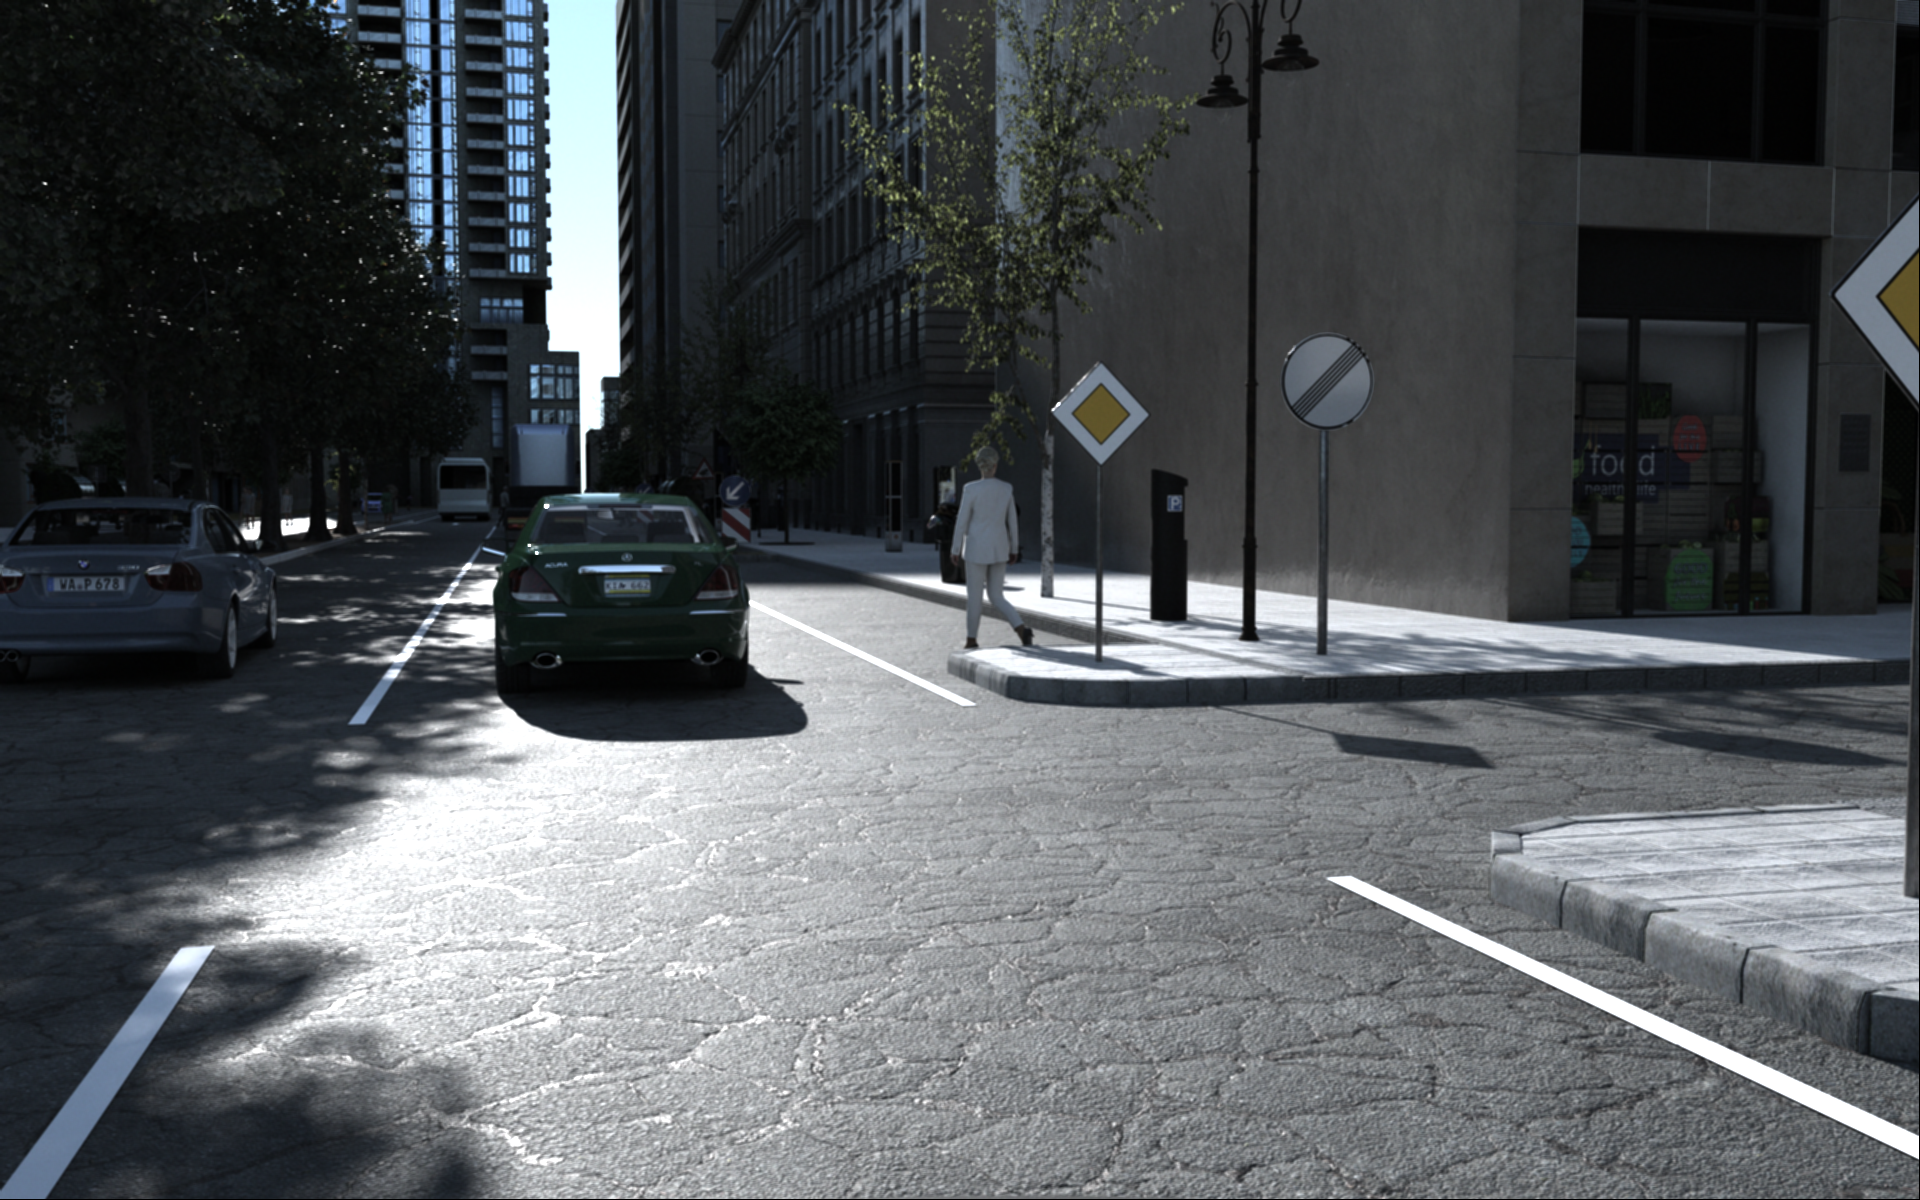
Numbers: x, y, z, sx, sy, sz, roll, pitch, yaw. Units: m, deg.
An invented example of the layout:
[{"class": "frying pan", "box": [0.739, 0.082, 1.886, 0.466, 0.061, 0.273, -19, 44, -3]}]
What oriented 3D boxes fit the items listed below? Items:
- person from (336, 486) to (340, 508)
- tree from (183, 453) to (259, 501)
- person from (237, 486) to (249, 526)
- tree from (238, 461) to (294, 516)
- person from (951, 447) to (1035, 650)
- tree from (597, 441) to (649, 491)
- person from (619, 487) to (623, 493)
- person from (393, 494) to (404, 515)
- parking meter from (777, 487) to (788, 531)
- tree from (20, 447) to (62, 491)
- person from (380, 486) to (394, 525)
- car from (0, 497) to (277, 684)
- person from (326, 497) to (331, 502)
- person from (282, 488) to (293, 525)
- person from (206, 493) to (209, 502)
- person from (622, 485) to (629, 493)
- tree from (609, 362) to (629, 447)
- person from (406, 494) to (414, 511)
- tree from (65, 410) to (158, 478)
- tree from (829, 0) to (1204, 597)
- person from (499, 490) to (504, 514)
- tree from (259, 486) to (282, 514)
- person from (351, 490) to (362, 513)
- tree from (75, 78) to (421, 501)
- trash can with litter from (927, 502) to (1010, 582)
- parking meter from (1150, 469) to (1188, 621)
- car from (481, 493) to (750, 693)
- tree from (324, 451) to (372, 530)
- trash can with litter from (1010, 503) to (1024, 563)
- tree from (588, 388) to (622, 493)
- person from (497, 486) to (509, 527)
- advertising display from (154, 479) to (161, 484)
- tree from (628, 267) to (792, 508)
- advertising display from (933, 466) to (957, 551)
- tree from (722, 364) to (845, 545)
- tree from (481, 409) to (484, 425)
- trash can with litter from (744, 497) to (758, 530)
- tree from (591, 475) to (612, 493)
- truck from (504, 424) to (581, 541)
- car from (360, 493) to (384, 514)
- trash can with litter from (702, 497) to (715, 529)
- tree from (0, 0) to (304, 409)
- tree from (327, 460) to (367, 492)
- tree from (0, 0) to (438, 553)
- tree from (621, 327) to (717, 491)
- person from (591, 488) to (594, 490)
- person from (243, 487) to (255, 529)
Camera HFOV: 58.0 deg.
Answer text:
[{"class": "person", "box": [-27.516, -4.203, 77.198, 0.573, 1.828, 0.580, 1, 4, 14]}, {"class": "tree", "box": [-37.617, -8.280, 85.748, 4.737, 8.622, 4.395, 0, 3, 0]}, {"class": "person", "box": [-31.878, -4.177, 77.134, 0.599, 1.781, 0.374, 0, 4, -2]}, {"class": "tree", "box": [-41.329, -7.314, 103.297, 4.285, 4.588, 4.351, 0, 3, 0]}, {"class": "person", "box": [0.279, -0.409, 15.071, 0.818, 1.842, 0.514, 3, 5, 41]}, {"class": "tree", "box": [-21.086, -7.631, 108.476, 4.285, 4.588, 4.351, 0, 3, 0]}, {"class": "person", "box": [-15.849, -4.413, 81.130, 0.782, 1.767, 0.515, 2, 4, 30]}, {"class": "person", "box": [-39.200, -6.789, 120.223, 1.217, 1.743, 0.721, -1, 4, -13]}, {"class": "parking meter", "box": [-6.169, -3.176, 60.336, 0.372, 1.533, 0.369, 0, 3, 0]}, {"class": "tree", "box": [-32.725, -4.131, 62.145, 1.663, 3.219, 1.824, 0, 3, 0]}, {"class": "person", "box": [-26.678, -4.397, 80.636, 0.600, 1.795, 0.529, -2, 4, -28]}, {"class": "car", "box": [-6.849, -0.153, 14.509, 2.014, 1.417, 4.499, -1, 4, -15]}, {"class": "person", "box": [-40.618, -6.209, 110.022, 1.348, 1.824, 0.705, -3, 5, -42]}, {"class": "person", "box": [-30.929, -4.291, 79.663, 0.512, 1.701, 0.522, -1, 4, -9]}, {"class": "person", "box": [-30.888, -3.792, 70.594, 0.850, 1.850, 0.679, -1, 4, -20]}, {"class": "person", "box": [-14.687, -4.110, 75.802, 0.767, 1.812, 0.694, 1, 4, 21]}, {"class": "tree", "box": [-16.481, -8.638, 91.591, 4.737, 8.622, 4.395, 0, 3, 0]}, {"class": "person", "box": [-47.729, -8.476, 150.308, 0.697, 1.427, 0.421, -2, 4, -33]}, {"class": "tree", "box": [-33.067, -5.138, 67.728, 4.285, 4.588, 4.351, 0, 3, 0]}, {"class": "tree", "box": [0.859, -4.345, 21.399, 4.360, 8.622, 3.978, 0, 3, 0]}, {"class": "person", "box": [-32.525, -6.950, 123.048, 0.530, 1.710, 0.541, -1, 4, -12]}, {"class": "tree", "box": [-43.750, -9.816, 110.850, 4.737, 8.622, 4.395, 0, 3, 0]}, {"class": "person", "box": [-45.368, -7.377, 129.896, 1.217, 1.735, 0.721, 1, 4, 9]}, {"class": "tree", "box": [-14.879, -5.939, 33.974, 8.767, 10.594, 7.601, -1, 4, -14]}, {"class": "trash can with litter", "box": [0.089, -0.848, 25.255, 1.055, 1.170, 0.624, -3, 5, -42]}, {"class": "parking meter", "box": [2.128, -0.564, 17.630, 0.372, 1.533, 0.369, 0, 3, 0]}, {"class": "car", "box": [-2.799, -0.137, 14.043, 2.131, 1.459, 4.920, -1, 4, -13]}, {"class": "tree", "box": [-23.746, -7.109, 69.054, 4.360, 8.622, 3.978, 0, 3, 0]}, {"class": "trash can with litter", "box": [0.851, -1.291, 32.500, 0.624, 1.170, 1.055, 1, 4, 11]}, {"class": "tree", "box": [-23.783, -10.383, 120.123, 4.360, 8.622, 3.978, 0, 3, 0]}, {"class": "person", "box": [-19.711, -4.043, 75.087, 0.782, 1.767, 0.515, 3, 5, 42]}, {"class": "advertising display", "box": [-34.189, -4.160, 73.225, 0.974, 1.923, 0.123, 1, 4, 22]}, {"class": "tree", "box": [-7.237, -6.426, 55.420, 4.737, 8.622, 4.395, 0, 3, 0]}, {"class": "advertising display", "box": [-0.339, -2.106, 39.653, 0.123, 1.923, 0.974, 2, 4, 26]}, {"class": "tree", "box": [-4.433, -3.700, 44.203, 4.285, 4.588, 4.351, 0, 3, 0]}, {"class": "tree", "box": [-19.586, -8.138, 52.530, 9.611, 12.733, 9.660, 0, 3, 0]}, {"class": "trash can with litter", "box": [-7.510, -3.049, 61.239, 0.624, 1.170, 1.055, -2, 4, -25]}, {"class": "tree", "box": [-29.788, -9.196, 144.958, 1.663, 3.219, 1.824, 0, 3, 0]}, {"class": "truck", "box": [-14.704, -4.369, 61.199, 2.967, 4.110, 18.799, -1, 4, -14]}, {"class": "car", "box": [-41.581, -6.942, 123.087, 1.945, 1.707, 3.694, -1, 4, -15]}, {"class": "trash can with litter", "box": [-8.735, -2.989, 60.257, 0.624, 1.170, 1.055, -1, 4, -17]}, {"class": "tree", "box": [-9.680, -6.417, 14.031, 9.857, 13.997, 8.962, 0, 3, 0]}, {"class": "tree", "box": [-52.592, -10.091, 148.700, 4.285, 4.588, 4.351, 0, 3, 0]}, {"class": "tree", "box": [-16.975, -7.516, 42.344, 9.611, 12.733, 9.660, 0, 3, 0]}, {"class": "tree", "box": [-12.679, -7.686, 76.032, 4.360, 8.622, 3.978, 0, 3, 0]}, {"class": "person", "box": [-24.775, -6.606, 116.516, 0.705, 1.824, 1.348, 0, 4, -8]}, {"class": "person", "box": [-29.405, -3.819, 71.699, 0.466, 1.731, 0.760, -1, 4, -17]}]
